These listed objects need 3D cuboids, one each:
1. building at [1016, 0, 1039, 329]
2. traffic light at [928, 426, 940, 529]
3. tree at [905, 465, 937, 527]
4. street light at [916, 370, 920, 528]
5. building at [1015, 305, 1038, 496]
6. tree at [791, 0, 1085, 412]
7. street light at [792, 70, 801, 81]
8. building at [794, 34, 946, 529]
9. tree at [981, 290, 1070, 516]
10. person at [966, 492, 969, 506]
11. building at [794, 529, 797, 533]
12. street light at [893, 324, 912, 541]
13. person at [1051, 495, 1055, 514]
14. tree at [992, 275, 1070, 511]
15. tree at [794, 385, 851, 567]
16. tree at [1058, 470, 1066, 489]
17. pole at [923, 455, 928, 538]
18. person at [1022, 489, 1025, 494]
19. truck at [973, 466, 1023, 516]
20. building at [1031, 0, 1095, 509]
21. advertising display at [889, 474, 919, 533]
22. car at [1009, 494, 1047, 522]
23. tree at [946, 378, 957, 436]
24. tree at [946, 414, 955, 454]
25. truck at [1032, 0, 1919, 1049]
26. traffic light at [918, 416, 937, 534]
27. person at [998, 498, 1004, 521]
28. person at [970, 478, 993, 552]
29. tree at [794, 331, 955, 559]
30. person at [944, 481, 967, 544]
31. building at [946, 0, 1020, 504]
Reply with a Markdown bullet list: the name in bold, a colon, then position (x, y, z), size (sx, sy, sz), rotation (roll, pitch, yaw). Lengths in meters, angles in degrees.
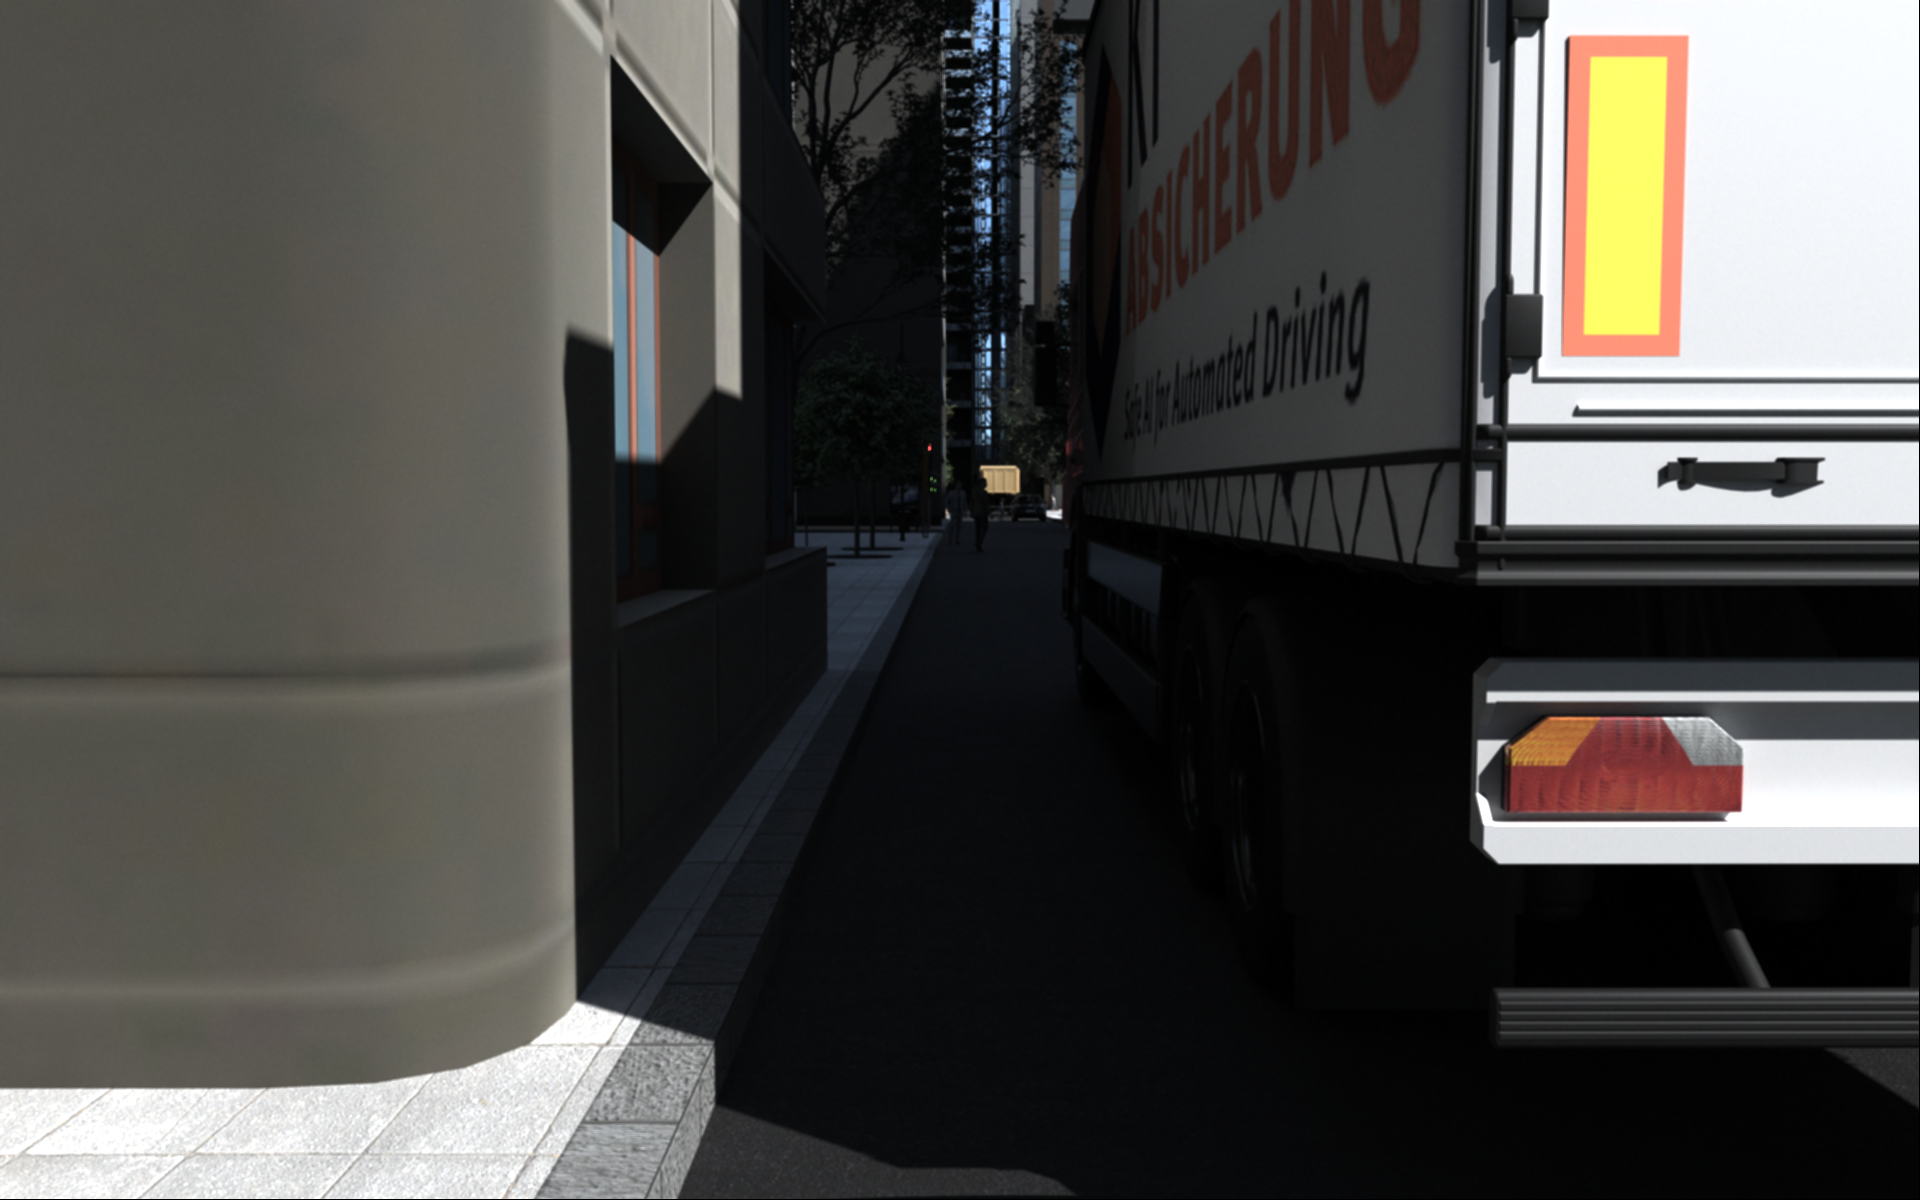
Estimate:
- **building**: position (16.997, -40.244, 199.996), size (21.231, 58.520, 28.212), rotation (0, 3, 0)
- **traffic light**: position (-1.156, -4.580, 63.796), size (0.839, 4.253, 0.868), rotation (0, 3, 0)
- **tree**: position (-1.808, -4.502, 68.216), size (1.663, 3.219, 1.824), rotation (0, 3, 0)
- **street light**: position (-1.582, -5.619, 64.662), size (0.468, 5.910, 1.993), rotation (0, 3, 0)
- **building**: position (19.744, -20.036, 172.623), size (27.650, 21.520, 28.899), rotation (0, 3, 0)
- **tree**: position (-2.262, -5.416, 22.971), size (7.601, 10.594, 8.767), rotation (3, 4, 38)
- **street light**: position (-1.577, -2.523, 14.036), size (0.468, 5.910, 1.993), rotation (0, 3, 0)
- **building**: position (-11.394, -27.847, 79.008), size (21.300, 48.544, 21.600), rotation (0, 3, 0)
- **tree**: position (6.395, -11.671, 101.196), size (12.009, 13.543, 11.850), rotation (0, 3, 0)
- **person**: position (0.823, -12.030, 206.658), size (0.593, 1.643, 0.415), rotation (0, 4, 8)
- **building**: position (-15.957, -25.811, 45.717), size (21.600, 48.544, 21.300), rotation (0, 3, 0)
- **street light**: position (-1.568, -4.545, 47.091), size (0.468, 5.910, 1.993), rotation (0, 3, 0)
- **person**: position (6.107, -6.314, 113.968), size (0.352, 1.250, 0.332), rotation (2, 4, 30)
- **tree**: position (7.032, -9.447, 71.474), size (9.611, 12.733, 9.660), rotation (0, 3, 0)
- **tree**: position (-2.674, -2.212, 30.766), size (1.663, 3.219, 1.824), rotation (0, 3, 0)
- **tree**: position (7.170, -7.111, 110.868), size (1.663, 3.219, 1.824), rotation (0, 3, 0)
- **pole**: position (-1.016, -3.483, 50.784), size (0.158, 3.312, 0.155), rotation (0, 3, 0)
- **person**: position (5.714, -9.101, 155.756), size (0.530, 1.710, 0.541), rotation (1, 4, 22)
- **truck**: position (2.619, -7.423, 117.288), size (3.469, 3.379, 9.791), rotation (0, 4, 0)
- **building**: position (13.636, -30.598, 150.387), size (14.600, 45.320, 14.200), rotation (0, 3, 0)
- **advertising display**: position (-1.834, -3.160, 56.887), size (0.974, 1.923, 0.123), rotation (-1, 4, -13)
- **car**: position (3.620, -4.976, 91.146), size (2.009, 1.686, 4.222), rotation (0, 4, 0)
- **tree**: position (-2.305, -8.729, 93.073), size (4.737, 8.622, 4.395), rotation (0, 3, 0)
- **tree**: position (-2.436, -11.379, 136.411), size (4.360, 8.622, 3.978), rotation (0, 3, 0)
- **truck**: position (1.978, -1.188, 8.341), size (2.839, 4.237, 11.283), rotation (0, 4, 0)
- **traffic light**: position (-1.156, -4.091, 55.811), size (0.839, 4.253, 0.868), rotation (0, 3, 0)
- **person**: position (2.155, -4.737, 90.962), size (0.382, 1.210, 0.505), rotation (1, 4, 10)
- **person**: position (0.531, -2.130, 43.237), size (0.656, 1.842, 0.836), rotation (1, 4, 12)
- **tree**: position (-2.159, -3.135, 34.970), size (4.285, 4.588, 4.351), rotation (0, 3, 0)
- **person**: position (-0.106, -2.504, 49.532), size (0.635, 1.810, 0.391), rotation (-2, 4, -27)
- **building**: position (2.492, -56.227, 231.976), size (31.000, 86.520, 22.319), rotation (0, 3, 0)
